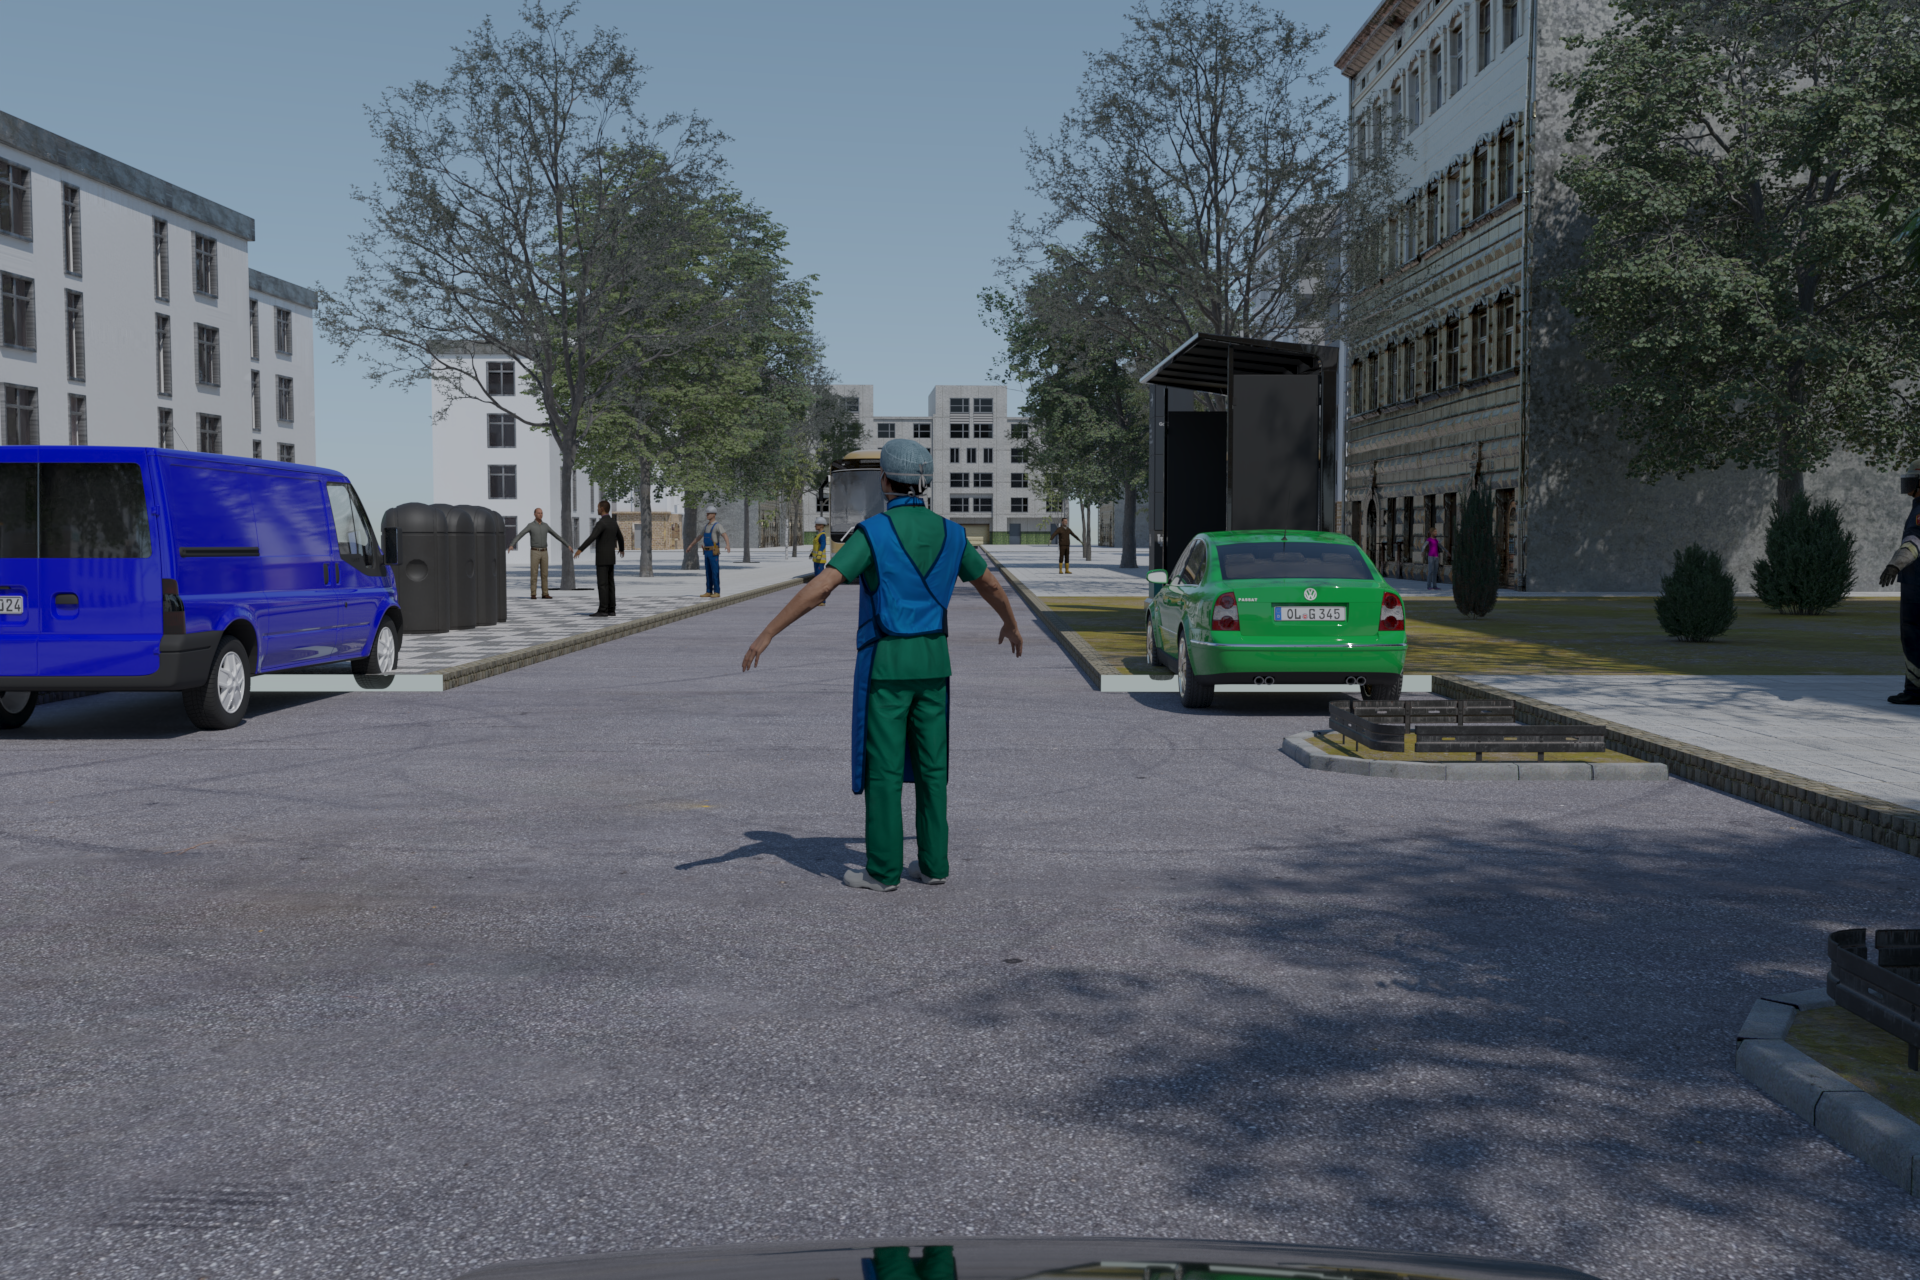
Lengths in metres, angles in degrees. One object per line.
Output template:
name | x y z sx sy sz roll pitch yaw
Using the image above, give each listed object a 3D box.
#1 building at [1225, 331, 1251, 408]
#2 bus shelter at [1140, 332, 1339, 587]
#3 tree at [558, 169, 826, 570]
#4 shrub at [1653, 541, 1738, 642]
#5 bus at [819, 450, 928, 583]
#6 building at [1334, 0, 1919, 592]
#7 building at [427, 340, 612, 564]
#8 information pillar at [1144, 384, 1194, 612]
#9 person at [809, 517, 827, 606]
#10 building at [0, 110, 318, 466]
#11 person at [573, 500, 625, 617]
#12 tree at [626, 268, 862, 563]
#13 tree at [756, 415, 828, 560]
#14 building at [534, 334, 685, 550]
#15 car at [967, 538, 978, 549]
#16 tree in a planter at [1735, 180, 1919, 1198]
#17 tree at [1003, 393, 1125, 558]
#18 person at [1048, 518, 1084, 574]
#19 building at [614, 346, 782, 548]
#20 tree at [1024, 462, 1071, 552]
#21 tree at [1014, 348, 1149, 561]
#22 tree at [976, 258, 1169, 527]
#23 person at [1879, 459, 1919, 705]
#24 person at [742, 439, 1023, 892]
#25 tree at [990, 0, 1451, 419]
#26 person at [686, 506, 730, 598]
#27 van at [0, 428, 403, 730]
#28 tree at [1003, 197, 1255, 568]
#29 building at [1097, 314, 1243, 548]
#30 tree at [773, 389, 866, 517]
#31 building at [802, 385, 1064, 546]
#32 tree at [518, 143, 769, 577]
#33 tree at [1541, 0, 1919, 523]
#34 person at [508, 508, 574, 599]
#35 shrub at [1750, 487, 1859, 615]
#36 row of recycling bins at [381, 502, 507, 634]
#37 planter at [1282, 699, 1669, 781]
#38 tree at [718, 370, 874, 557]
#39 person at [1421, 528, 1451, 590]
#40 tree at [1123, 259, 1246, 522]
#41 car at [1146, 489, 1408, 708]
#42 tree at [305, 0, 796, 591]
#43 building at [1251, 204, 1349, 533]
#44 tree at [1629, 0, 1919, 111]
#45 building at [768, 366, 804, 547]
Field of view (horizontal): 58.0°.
building | 25.244 -18.374 156.829 16.016 20.090 11.380 0 4 1
bus shelter | 3.611 -1.959 23.316 1.731 3.624 6.357 0 4 0
tree | -9.561 -9.487 61.765 9.857 13.997 8.962 0 3 0
shrub | 8.768 -0.582 20.633 1.383 1.207 1.383 0 3 0
bus | -2.422 -3.825 54.084 2.896 3.916 12.252 0 4 0
building | 21.694 -13.194 46.658 19.493 23.208 18.063 0 3 0
building | -22.335 -8.982 89.002 9.099 9.664 28.070 0 4 0
information pillar | 3.437 -2.378 28.251 0.750 3.857 0.750 0 4 -2
person | -2.870 -1.563 34.476 0.721 1.772 1.216 -1 4 -12
building | -23.296 -6.371 46.313 9.099 9.664 28.070 0 4 1
person | -5.541 -1.266 26.922 0.704 1.802 1.346 1 4 21
tree | -9.433 -10.172 76.690 12.009 13.543 11.850 0 3 0
tree | -8.727 -8.367 87.167 4.737 8.622 4.395 0 3 0
building | -28.500 -17.391 140.767 16.016 20.090 11.380 0 4 1
car | -0.257 -3.398 68.140 1.945 1.354 3.894 0 3 0
tree in a planter | 3.057 -0.422 4.127 1.991 3.239 1.994 0 4 0
tree | 6.696 -9.679 92.671 8.767 10.594 7.601 0 4 -5
person | 3.370 -3.029 55.669 1.346 1.812 0.704 -2 4 -29
building | -27.266 -20.361 163.837 19.493 23.208 18.063 0 3 0
tree | 6.766 -10.411 120.577 4.737 8.622 4.395 0 3 0
tree | 6.341 -9.041 82.225 8.767 10.594 7.601 3 4 38
tree | 7.100 -15.392 107.550 12.611 20.169 13.585 0 3 0
person | 7.233 -0.442 13.096 0.704 1.845 1.351 3 5 40
person | -0.245 0.094 7.050 1.347 1.817 0.704 -2 4 -35
tree | 5.722 -7.757 37.195 12.009 13.543 11.850 0 3 0
person | -5.032 -1.781 34.976 1.347 1.847 0.705 3 5 43
van | -6.260 -0.609 14.348 2.240 2.365 5.245 0 4 0
tree | 6.412 -9.692 65.124 9.857 13.997 8.962 0 3 0
building | 23.875 -20.952 173.490 19.493 23.208 18.063 0 3 0
tree | -8.657 -10.773 110.547 7.601 10.594 8.767 -1 4 -11
building | -3.451 -21.000 212.263 31.486 18.905 16.747 0 4 -4
tree | -9.746 -8.146 51.321 7.486 12.596 7.792 0 3 0
tree | 15.942 -7.732 33.081 9.857 13.997 8.962 0 3 0
person | -8.277 -1.702 34.097 1.348 1.796 0.705 -2 4 -35
shrub | 13.425 -1.415 27.557 1.690 2.028 1.600 0 3 0
row of recycling bins | -7.012 -1.023 23.841 1.069 1.692 3.534 0 4 1
planter | 3.121 0.617 11.051 1.991 0.319 1.994 0 4 0
tree | -9.092 -9.804 94.711 8.767 10.594 7.601 -1 4 -9
person | 10.919 -1.867 39.791 0.991 1.433 0.599 -2 4 -35
tree | 6.082 -5.910 46.986 4.360 8.622 3.978 0 3 0
car | 2.721 -0.418 15.624 1.959 1.807 4.718 0 4 0
tree | -8.977 -7.882 39.246 12.009 13.543 11.850 0 3 0
building | 22.078 -14.906 100.128 16.016 20.090 11.380 0 3 0
tree | 9.239 -6.223 12.110 12.009 13.543 11.850 0 3 0
building | -26.582 -21.510 182.616 19.493 23.208 18.063 0 4 0
